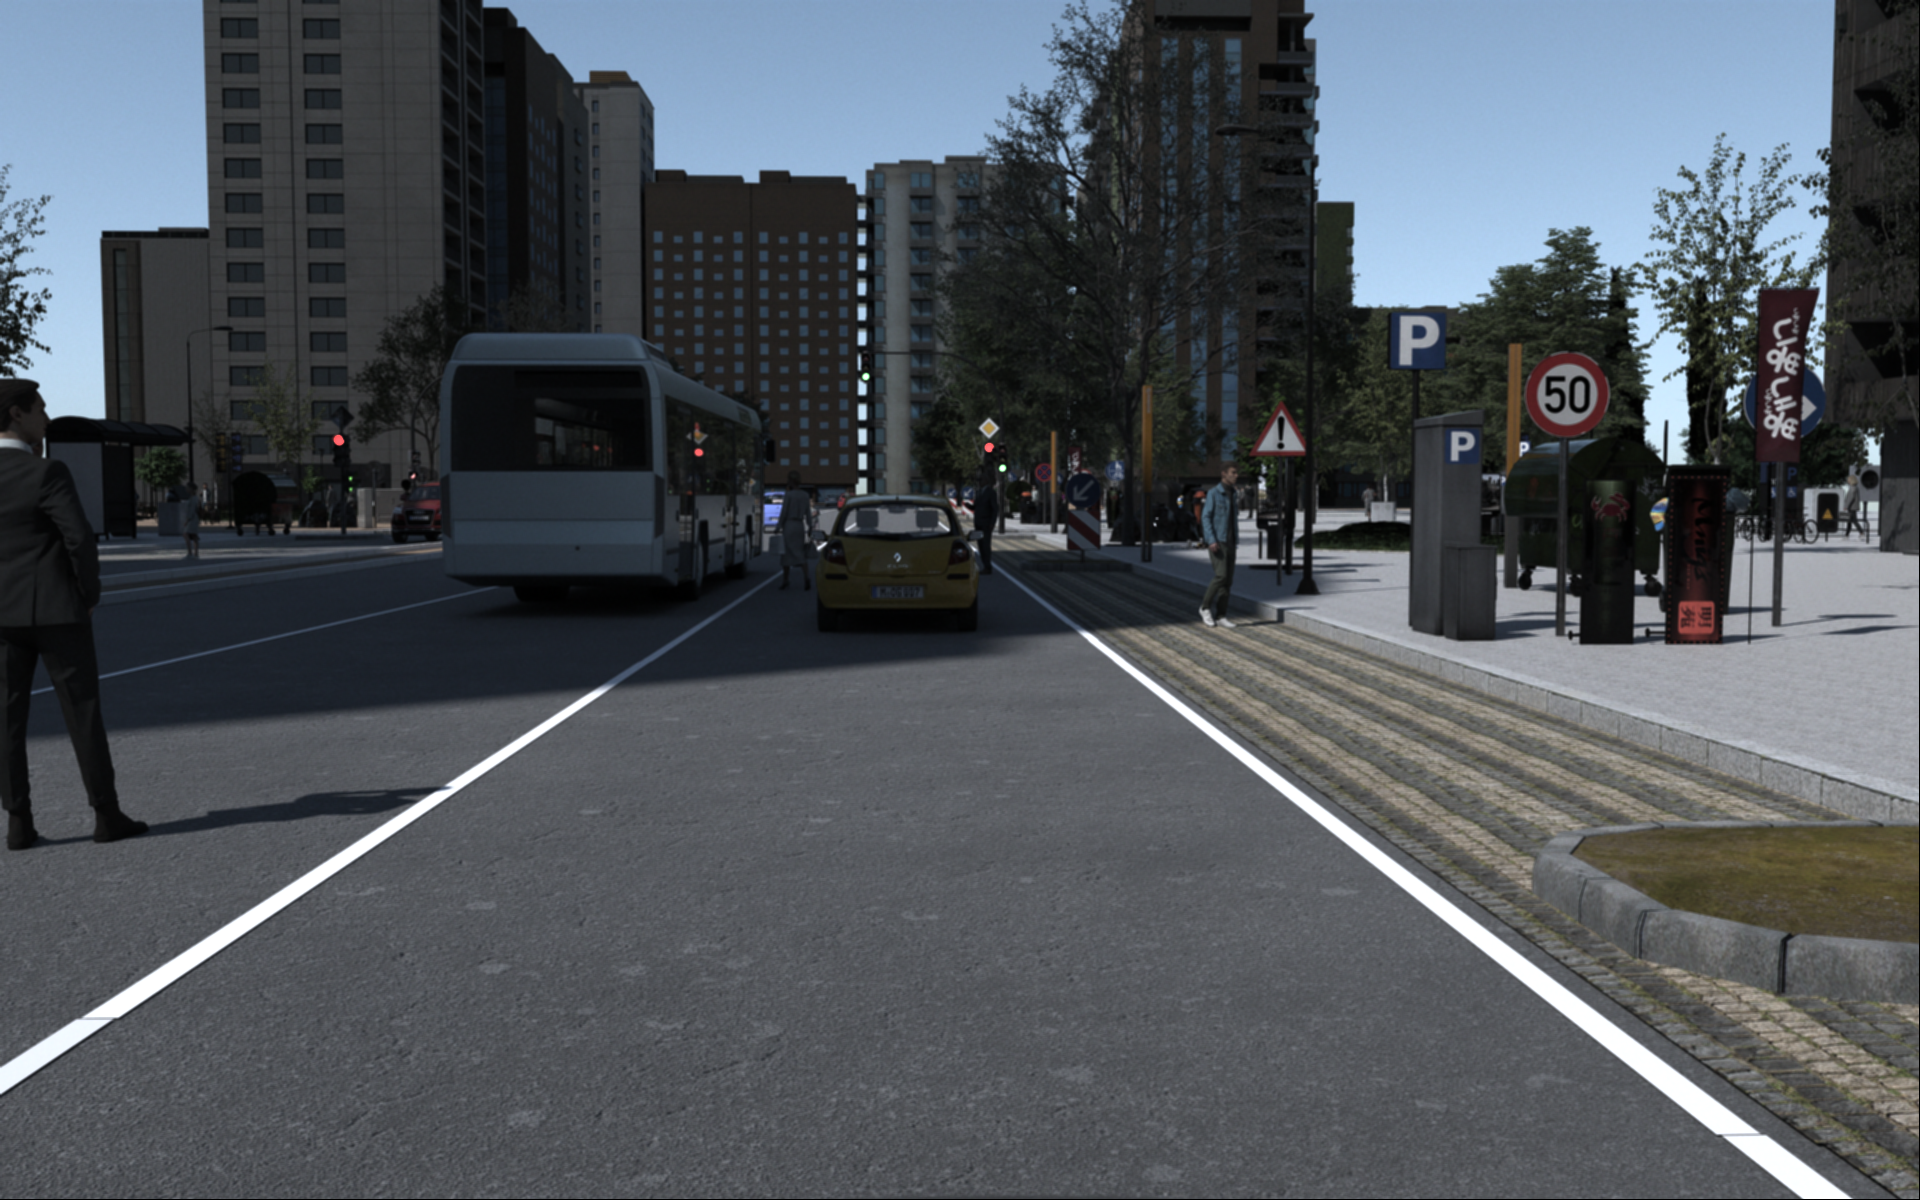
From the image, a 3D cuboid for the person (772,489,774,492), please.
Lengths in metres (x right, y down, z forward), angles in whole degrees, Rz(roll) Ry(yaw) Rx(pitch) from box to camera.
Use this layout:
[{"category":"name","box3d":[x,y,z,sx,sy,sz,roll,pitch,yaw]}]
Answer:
[{"category":"person","box3d":[-13.185,-6.959,122.508,0.478,1.798,0.641,0,3,0]}]

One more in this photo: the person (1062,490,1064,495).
[{"category":"person","box3d":[11.567,-11.549,195.546,1.217,1.739,0.721,-3,5,-41]}]

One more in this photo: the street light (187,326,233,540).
[{"category":"street light","box3d":[-20.796,-4.618,48.044,1.470,5.913,1.316,0,4,-2]}]

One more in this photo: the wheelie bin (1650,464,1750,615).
[{"category":"wheelie bin","box3d":[7.937,-0.651,18.549,0.980,1.594,0.693,1,4,9]}]

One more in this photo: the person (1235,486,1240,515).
[{"category":"person","box3d":[16.809,-6.079,105.642,0.583,1.804,0.606,-1,4,-22]}]

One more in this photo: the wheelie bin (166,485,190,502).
[{"category":"wheelie bin","box3d":[-28.435,-3.369,62.998,0.693,1.594,0.980,1,4,20]}]

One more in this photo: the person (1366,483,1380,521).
[{"category":"person","box3d":[19.236,-4.533,80.515,0.532,1.782,0.716,-3,5,-44]}]

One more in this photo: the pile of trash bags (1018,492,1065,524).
[{"category":"pile of trash bags","box3d":[3.402,-3.987,74.938,1.912,1.369,3.447,-1,4,-21]}]

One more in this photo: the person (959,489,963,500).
[{"category":"person","box3d":[0.156,-11.589,195.511,1.348,1.826,0.705,1,4,9]}]

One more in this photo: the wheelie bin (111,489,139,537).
[{"category":"wheelie bin","box3d":[-25.293,-2.725,52.461,0.693,1.594,0.980,0,4,-2]}]

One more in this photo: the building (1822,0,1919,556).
[{"category":"building","box3d":[25.876,-16.094,34.840,14.160,30.474,14.107,0,4,-2]}]

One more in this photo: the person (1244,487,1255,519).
[{"category":"person","box3d":[15.135,-5.218,90.713,0.474,1.900,0.648,2,4,25]}]

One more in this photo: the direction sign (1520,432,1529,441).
[{"category":"direction sign","box3d":[20.456,-4.377,63.554,0.876,3.537,0.379,-1,4,-14]}]

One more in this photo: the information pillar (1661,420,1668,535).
[{"category":"information pillar","box3d":[22.271,-3.876,54.720,0.183,3.616,0.504,2,4,25]}]

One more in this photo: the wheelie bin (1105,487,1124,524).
[{"category":"wheelie bin","box3d":[6.699,-4.102,74.983,0.693,1.594,0.980,-2,4,-33]}]

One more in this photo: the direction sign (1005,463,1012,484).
[{"category":"direction sign","box3d":[3.340,-8.242,126.758,0.876,3.537,0.379,1,4,8]}]

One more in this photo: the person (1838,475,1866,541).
[{"category":"person","box3d":[24.564,-2.535,47.674,0.728,1.800,0.709,3,5,42]}]

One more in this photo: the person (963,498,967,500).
[{"category":"person","box3d":[0.391,-8.111,138.901,0.529,1.795,0.600,0,4,-4]}]

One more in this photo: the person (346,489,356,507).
[{"category":"person","box3d":[-32.788,-5.309,93.126,0.520,1.790,0.573,-2,4,-27]}]

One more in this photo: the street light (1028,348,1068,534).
[{"category":"street light","box3d":[2.874,-5.058,55.242,1.470,5.913,1.316,0,4,-2]}]

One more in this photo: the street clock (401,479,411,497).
[{"category":"street clock","box3d":[-27.210,-4.932,85.214,0.471,2.002,0.358,0,4,5]}]

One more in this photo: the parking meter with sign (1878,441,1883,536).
[{"category":"parking meter with sign","box3d":[29.177,-3.478,53.121,1.738,3.016,0.543,2,4,24]}]

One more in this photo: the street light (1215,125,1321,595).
[{"category":"street light","box3d":[3.907,-3.024,21.982,1.470,5.913,1.316,0,4,-2]}]

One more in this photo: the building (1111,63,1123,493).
[{"category":"building","box3d":[21.127,-29.365,163.712,14.154,41.232,14.086,0,4,-2]}]

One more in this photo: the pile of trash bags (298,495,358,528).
[{"category":"pile of trash bags","box3d":[-24.723,-3.430,65.839,3.447,1.369,1.912,-1,4,-21]}]

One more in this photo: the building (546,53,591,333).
[{"category":"building","box3d":[-52.595,-34.528,188.231,21.600,48.544,21.300,0,4,-2]}]

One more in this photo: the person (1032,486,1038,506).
[{"category":"person","box3d":[4.398,-5.929,103.472,0.782,1.767,0.515,2,4,28]}]

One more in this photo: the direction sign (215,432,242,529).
[{"category":"direction sign","box3d":[-26.818,-4.378,63.580,0.876,3.537,0.379,-1,4,-11]}]

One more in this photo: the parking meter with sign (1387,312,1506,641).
[{"category":"parking meter with sign","box3d":[4.457,-1.200,15.881,0.543,3.016,1.738,0,4,-5]}]

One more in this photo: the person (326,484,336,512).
[{"category":"person","box3d":[-34.586,-5.452,95.280,0.767,1.812,0.694,1,4,23]}]

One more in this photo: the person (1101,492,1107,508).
[{"category":"person","box3d":[13.514,-9.534,162.377,0.568,1.767,0.683,3,4,38]}]

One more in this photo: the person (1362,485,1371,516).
[{"category":"person","box3d":[23.517,-5.720,99.837,0.678,1.792,0.850,1,4,18]}]

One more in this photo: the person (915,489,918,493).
[{"category":"person","box3d":[-3.280,-7.548,131.913,0.555,1.821,0.388,0,4,-1]}]

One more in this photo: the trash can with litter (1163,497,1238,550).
[{"category":"trash can with litter","box3d":[5.695,-1.799,40.470,1.678,1.210,2.233,0,4,-1]}]

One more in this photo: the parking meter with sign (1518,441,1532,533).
[{"category":"parking meter with sign","box3d":[17.912,-3.691,56.614,1.738,3.016,0.543,-3,4,-36]}]

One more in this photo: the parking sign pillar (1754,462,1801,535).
[{"category":"parking sign pillar","box3d":[26.059,-4.076,55.116,1.447,3.967,1.447,-1,4,-11]}]

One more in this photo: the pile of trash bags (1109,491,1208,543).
[{"category":"pile of trash bags","box3d":[5.715,-2.275,46.946,1.912,1.369,3.447,3,5,44]}]

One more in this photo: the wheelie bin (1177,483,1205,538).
[{"category":"wheelie bin","box3d":[6.827,-2.611,50.594,0.980,1.594,0.693,-2,4,-33]}]

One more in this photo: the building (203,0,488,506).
[{"category":"building","box3d":[-49.254,-43.286,145.970,20.563,71.187,20.611,0,4,-2]}]

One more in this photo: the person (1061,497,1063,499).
[{"category":"person","box3d":[8.035,-8.072,141.249,0.991,1.433,0.599,-1,4,-16]}]

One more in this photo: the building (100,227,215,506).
[{"category":"building","box3d":[-84.652,-25.688,191.702,14.107,30.474,14.160,0,4,-2]}]

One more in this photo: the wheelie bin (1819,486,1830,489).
[{"category":"wheelie bin","box3d":[33.997,-3.684,68.145,0.693,1.594,0.980,0,4,-2]}]

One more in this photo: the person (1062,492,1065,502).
[{"category":"person","box3d":[8.754,-8.413,146.816,0.991,1.433,0.599,3,4,38]}]

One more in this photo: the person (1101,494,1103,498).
[{"category":"person","box3d":[12.662,-9.392,159.744,1.348,1.807,0.705,3,5,41]}]

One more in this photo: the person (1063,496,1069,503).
[{"category":"person","box3d":[6.609,-5.954,107.658,0.475,1.303,0.640,3,4,38]}]

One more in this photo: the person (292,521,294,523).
[{"category":"person","box3d":[-29.786,-4.307,76.557,0.767,1.812,0.694,-3,5,-39]}]

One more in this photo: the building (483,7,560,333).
[{"category":"building","box3d":[-46.332,-31.445,164.241,14.600,45.320,14.200,0,4,-2]}]

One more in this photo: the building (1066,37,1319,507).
[{"category":"building","box3d":[25.012,-34.632,185.847,23.786,49.044,30.456,0,4,-2]}]

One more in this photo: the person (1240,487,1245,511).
[{"category":"person","box3d":[21.961,-7.858,134.704,0.473,1.802,0.592,1,4,23]}]

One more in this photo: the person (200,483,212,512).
[{"category":"person","box3d":[-36.363,-4.745,83.610,0.794,1.824,0.713,2,4,25]}]
